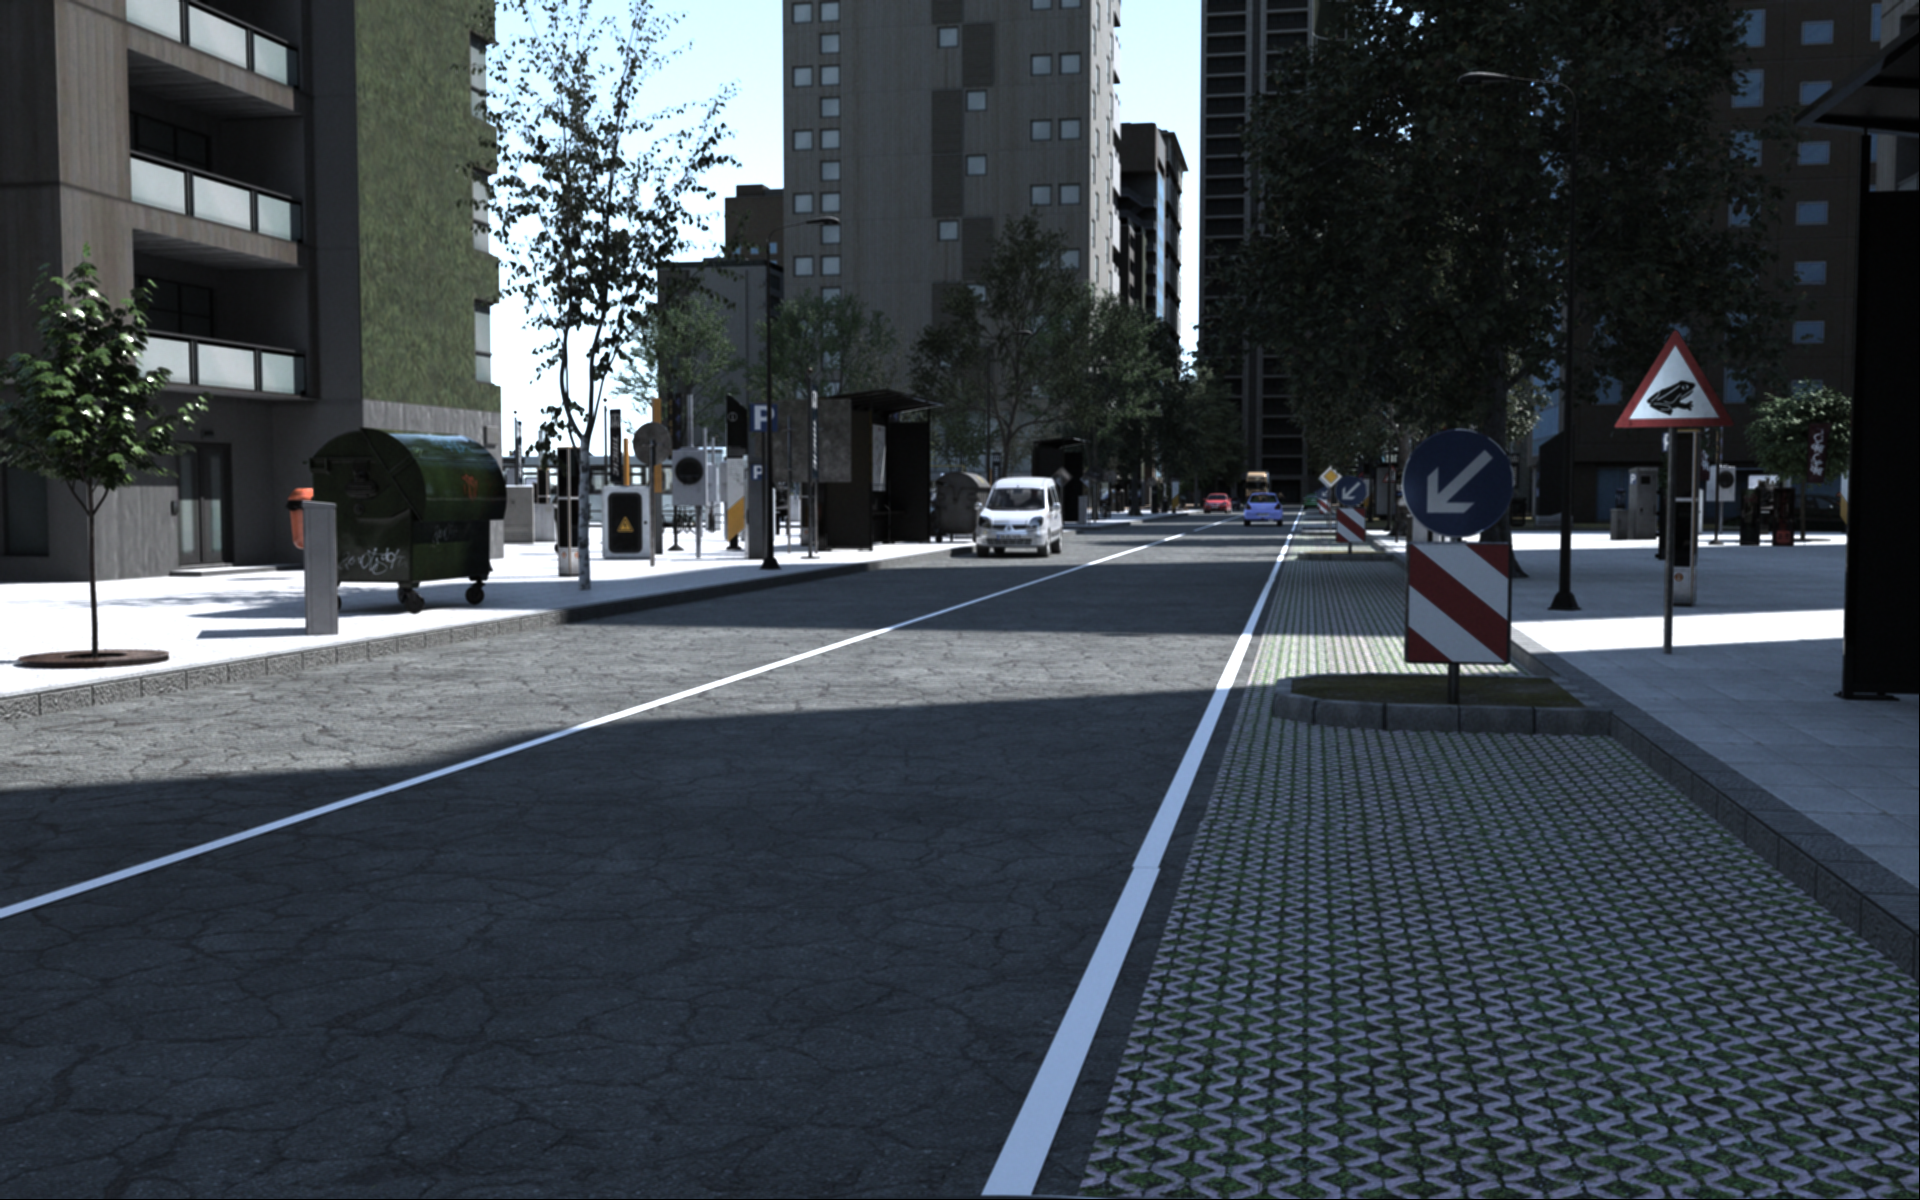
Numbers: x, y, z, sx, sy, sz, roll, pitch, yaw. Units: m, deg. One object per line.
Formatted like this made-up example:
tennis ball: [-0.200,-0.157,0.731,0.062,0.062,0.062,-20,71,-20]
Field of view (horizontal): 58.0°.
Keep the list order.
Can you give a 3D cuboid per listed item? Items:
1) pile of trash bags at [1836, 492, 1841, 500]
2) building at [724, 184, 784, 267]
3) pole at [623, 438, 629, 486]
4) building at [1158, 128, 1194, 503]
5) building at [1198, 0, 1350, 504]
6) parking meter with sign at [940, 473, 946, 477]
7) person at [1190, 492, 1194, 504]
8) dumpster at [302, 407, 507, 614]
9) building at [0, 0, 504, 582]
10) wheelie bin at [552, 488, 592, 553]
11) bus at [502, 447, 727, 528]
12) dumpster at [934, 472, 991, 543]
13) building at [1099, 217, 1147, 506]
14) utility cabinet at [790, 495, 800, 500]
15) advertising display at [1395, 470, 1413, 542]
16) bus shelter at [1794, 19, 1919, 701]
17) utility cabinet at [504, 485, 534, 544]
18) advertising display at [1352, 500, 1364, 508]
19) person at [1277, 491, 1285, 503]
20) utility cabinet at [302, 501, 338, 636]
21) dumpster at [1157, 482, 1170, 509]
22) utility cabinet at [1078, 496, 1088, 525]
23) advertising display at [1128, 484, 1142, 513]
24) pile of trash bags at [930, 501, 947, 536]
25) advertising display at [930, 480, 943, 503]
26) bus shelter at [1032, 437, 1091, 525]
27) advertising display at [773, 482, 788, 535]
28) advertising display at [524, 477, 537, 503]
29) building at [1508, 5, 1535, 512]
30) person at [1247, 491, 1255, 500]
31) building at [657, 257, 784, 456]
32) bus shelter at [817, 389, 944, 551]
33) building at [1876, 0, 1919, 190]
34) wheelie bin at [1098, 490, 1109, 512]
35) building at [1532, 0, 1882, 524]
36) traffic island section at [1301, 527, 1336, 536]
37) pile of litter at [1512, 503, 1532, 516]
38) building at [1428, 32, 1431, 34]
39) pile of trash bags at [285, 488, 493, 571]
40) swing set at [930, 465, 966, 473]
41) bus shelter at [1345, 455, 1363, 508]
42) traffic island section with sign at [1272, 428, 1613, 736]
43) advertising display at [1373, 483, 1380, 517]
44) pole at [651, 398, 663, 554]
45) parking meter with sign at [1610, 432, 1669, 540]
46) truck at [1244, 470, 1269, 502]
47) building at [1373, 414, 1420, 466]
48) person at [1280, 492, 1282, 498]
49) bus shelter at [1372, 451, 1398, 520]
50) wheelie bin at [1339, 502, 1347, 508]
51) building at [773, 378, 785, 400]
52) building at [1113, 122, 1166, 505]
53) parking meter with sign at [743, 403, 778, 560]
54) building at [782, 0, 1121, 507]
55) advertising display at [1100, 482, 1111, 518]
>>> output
pile of trash bags: [36.005,-3.599,68.595,3.447,1.369,1.912,-2,4,-24]
building: [-25.092,-36.827,252.231,14.200,45.320,14.600,1,4,11]
pole: [-12.116,-4.226,62.932,0.158,3.312,0.155,0,3,0]
building: [20.311,-40.425,250.185,27.495,52.752,28.713,1,4,11]
building: [44.211,-49.144,241.751,20.611,71.187,20.563,1,4,11]
parking meter with sign: [-0.824,-9.028,143.874,0.543,3.016,1.738,3,5,44]
person: [29.904,-13.102,223.265,0.990,1.755,0.434,-3,5,-45]
dumpster: [-6.192,-1.032,19.370,1.502,2.255,1.985,1,4,11]
building: [-17.300,-21.057,27.884,14.154,41.232,14.086,1,4,11]
wheelie bin: [-8.327,-1.792,37.207,0.693,1.594,0.980,-3,4,-37]
bus: [-15.452,-4.607,70.188,13.247,3.499,2.948,1,4,12]
dumpster: [0.062,-2.473,46.193,1.264,1.857,1.865,1,4,11]
building: [11.698,-24.992,180.316,14.160,30.474,14.107,1,4,11]
utility cabinet: [-11.228,-6.475,117.028,1.020,1.237,0.306,1,4,22]
advertising display: [12.063,-2.498,46.050,0.974,1.923,0.123,1,4,9]
bus shelter: [5.432,-1.006,7.726,1.731,3.624,6.357,1,4,11]
utility cabinet: [-11.493,-2.174,44.229,1.173,1.500,0.318,-1,4,-9]
advertising display: [19.854,-4.967,86.426,0.123,1.923,0.974,3,5,43]
person: [39.137,-12.442,211.934,1.348,1.823,0.705,3,5,40]
utility cabinet: [-5.969,-0.307,16.187,0.306,1.237,1.020,-1,4,-21]
dumpster: [15.690,-8.006,133.388,1.502,2.255,1.985,1,4,11]
utility cabinet: [5.092,-3.711,71.833,0.306,1.237,1.020,1,4,10]
advertising display: [11.017,-6.368,109.326,0.974,1.923,0.123,-2,4,-28]
pile of trash bags: [-0.024,-2.703,53.943,1.912,1.369,3.447,1,4,12]
advertising display: [-1.116,-4.645,81.153,0.123,1.923,0.974,-2,4,-34]
bus shelter: [4.376,-5.066,74.108,1.731,3.624,6.357,1,4,11]
advertising display: [-5.845,-3.002,54.295,0.974,1.923,0.123,-1,4,-21]
advertising display: [-16.040,-3.702,65.740,0.974,1.923,0.123,0,4,4]
building: [45.301,-49.080,115.136,22.319,86.520,31.000,1,4,11]
person: [26.859,-9.163,158.837,1.217,1.766,0.721,3,5,41]
building: [-28.538,-27.118,215.087,14.107,30.474,14.160,1,4,11]
bus shelter: [-1.864,-3.101,41.991,1.731,3.624,6.357,1,4,12]
building: [27.898,-21.590,36.592,14.154,41.232,14.086,1,4,11]
wheelie bin: [10.104,-6.966,121.799,0.980,1.594,0.693,3,4,37]
building: [34.780,-26.294,80.023,14.200,45.320,14.600,1,4,11]
traffic island section: [12.865,-2.312,60.080,2.009,0.180,2.903,1,4,11]
pile of litter: [32.450,-5.246,99.744,1.719,0.858,1.176,3,4,36]
building: [64.456,-36.665,188.717,28.713,52.752,27.495,1,4,11]
pile of trash bags: [-9.234,-1.093,27.621,1.912,1.369,3.447,2,4,28]
swing set: [-0.961,-5.948,94.874,3.119,2.851,2.862,1,4,23]
bus shelter: [31.008,-9.623,134.974,2.179,5.291,8.768,1,4,11]
traffic island section with sign: [3.065,-0.163,11.296,1.989,1.847,2.006,1,4,11]
advertising display: [23.716,-5.668,97.889,0.974,1.923,0.123,-3,4,-37]
pole: [-6.449,-2.631,36.864,0.158,3.312,0.155,0,3,0]
parking meter with sign: [19.233,-3.214,48.808,1.738,3.016,0.543,-1,4,-13]
truck: [35.183,-13.221,205.070,2.839,4.237,11.283,1,4,11]
building: [70.034,-37.841,238.308,30.456,49.044,23.786,1,4,11]
person: [40.274,-12.801,217.757,0.705,1.831,1.348,0,4,3]
bus shelter: [20.910,-5.479,83.500,2.014,3.302,5.546,1,4,11]
wheelie bin: [28.705,-7.446,129.652,0.693,1.594,0.980,0,4,8]
building: [-6.317,-54.589,205.197,31.000,86.520,22.319,1,4,11]
building: [16.665,-34.006,206.107,14.200,45.320,14.600,1,4,11]
parking meter with sign: [-3.997,-2.321,34.207,0.543,3.016,1.738,-1,4,-15]
building: [0.316,-34.939,160.496,28.713,52.752,27.495,1,4,11]
advertising display: [7.738,-5.329,92.343,0.123,1.923,0.974,-2,4,-26]
